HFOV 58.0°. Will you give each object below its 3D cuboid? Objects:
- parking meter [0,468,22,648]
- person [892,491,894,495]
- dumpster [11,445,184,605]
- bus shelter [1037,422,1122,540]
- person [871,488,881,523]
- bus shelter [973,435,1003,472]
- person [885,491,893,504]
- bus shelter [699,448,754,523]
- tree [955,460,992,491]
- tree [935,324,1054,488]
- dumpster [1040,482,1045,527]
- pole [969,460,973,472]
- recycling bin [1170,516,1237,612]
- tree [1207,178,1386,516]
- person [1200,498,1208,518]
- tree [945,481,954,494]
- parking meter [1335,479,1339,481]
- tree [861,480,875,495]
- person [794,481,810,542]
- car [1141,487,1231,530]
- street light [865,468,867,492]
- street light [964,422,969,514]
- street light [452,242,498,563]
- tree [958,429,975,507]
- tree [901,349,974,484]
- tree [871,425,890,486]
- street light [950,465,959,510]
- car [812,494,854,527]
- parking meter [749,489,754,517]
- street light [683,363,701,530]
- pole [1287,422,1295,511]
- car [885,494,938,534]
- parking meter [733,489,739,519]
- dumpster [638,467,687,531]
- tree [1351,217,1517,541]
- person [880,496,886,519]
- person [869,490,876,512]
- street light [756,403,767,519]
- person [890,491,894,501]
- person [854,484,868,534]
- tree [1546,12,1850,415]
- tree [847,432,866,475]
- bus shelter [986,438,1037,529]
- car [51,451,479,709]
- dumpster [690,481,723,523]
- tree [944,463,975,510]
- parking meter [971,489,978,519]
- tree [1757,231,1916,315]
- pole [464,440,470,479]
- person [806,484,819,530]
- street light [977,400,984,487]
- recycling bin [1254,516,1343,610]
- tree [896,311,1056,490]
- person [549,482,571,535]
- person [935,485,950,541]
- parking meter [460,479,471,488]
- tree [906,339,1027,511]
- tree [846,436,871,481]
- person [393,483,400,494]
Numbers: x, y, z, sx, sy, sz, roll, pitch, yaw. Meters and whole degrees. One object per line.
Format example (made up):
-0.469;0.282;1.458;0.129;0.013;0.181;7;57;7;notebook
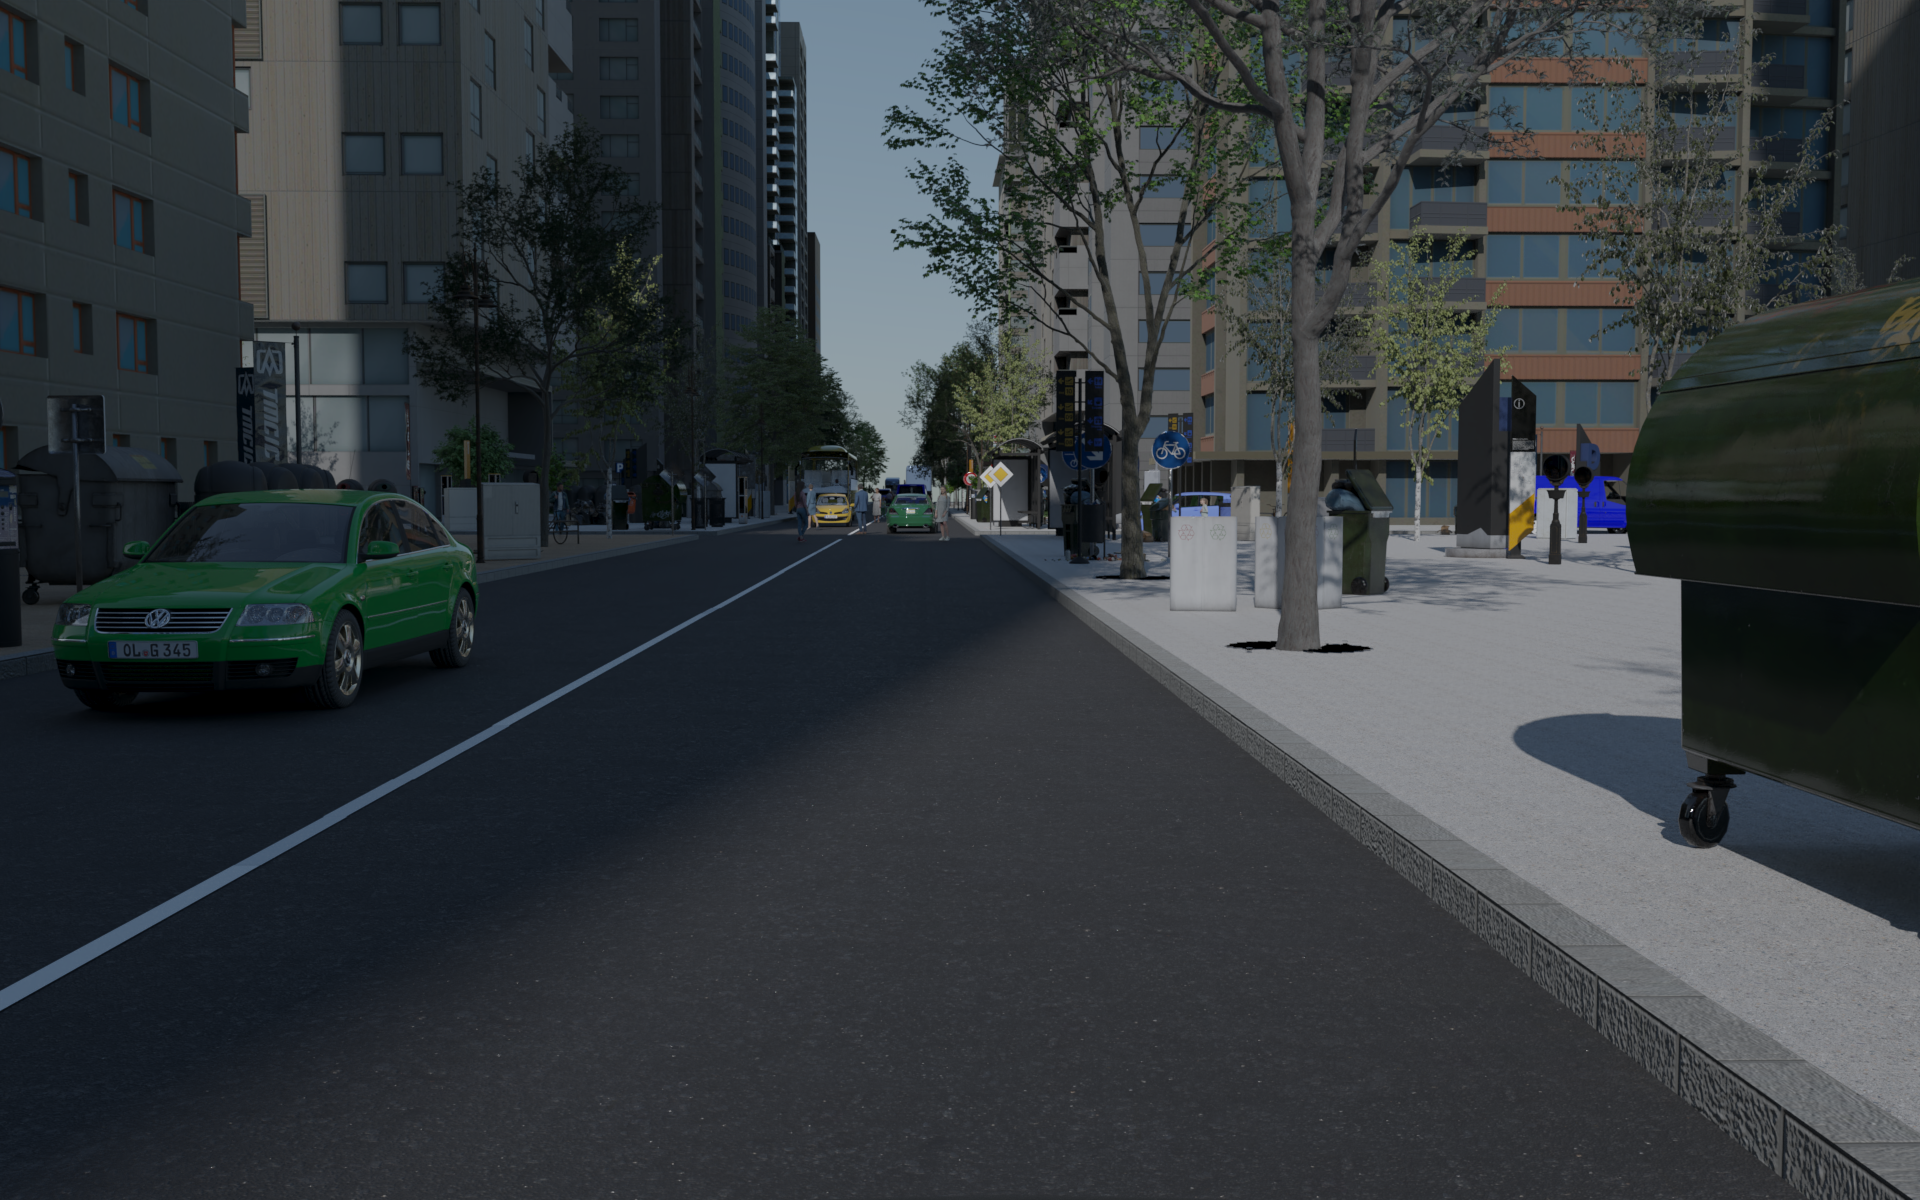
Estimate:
-8.114;-0.375;14.548;0.372;1.533;0.369;0;3;0;parking meter
-7.239;-11.006;189.185;0.721;1.736;1.217;0;4;-4;person
-10.264;-0.912;20.674;1.264;1.857;1.865;0;4;-1;dumpster
3.505;-3.447;50.282;2.014;3.302;5.546;0;4;-1;bus shelter
-4.217;-4.763;86.952;0.480;1.755;0.524;1;4;10;person
1.943;-8.408;115.099;2.179;5.291;8.768;0;4;-1;bus shelter
-6.051;-8.568;149.526;0.756;1.711;0.436;3;5;41;person
-10.692;-5.210;79.103;2.014;3.302;5.546;0;4;-1;bus shelter
1.099;-6.233;96.507;1.663;3.219;1.824;0;3;0;tree
2.038;-7.611;74.810;4.737;8.622;4.395;0;3;0;tree
2.725;-3.871;69.044;1.264;1.857;1.865;0;4;-1;dumpster
0.669;-6.685;103.143;0.158;3.312;0.155;0;3;0;pole
2.713;-0.410;19.266;0.722;1.027;0.722;1;4;9;recycling bin
7.883;-5.562;41.302;4.360;8.622;3.978;0;3;0;tree
7.942;-2.675;56.510;0.394;1.301;0.425;-2;4;-29;person
-1.094;-11.418;181.282;1.663;3.219;1.824;0;3;0;tree
14.898;-3.800;67.844;0.399;1.863;0.255;3;5;40;parking meter
-14.936;-17.794;285.528;1.663;3.219;1.824;0;3;0;tree
-4.698;-2.639;51.651;0.555;1.821;0.388;2;4;35;person
7.672;-2.993;58.530;3.694;1.707;1.945;0;4;-2;car
-13.416;-16.819;247.785;0.468;5.910;1.993;0;4;-1;street light
0.466;-8.350;109.307;0.468;5.910;1.993;0;4;-1;street light
-8.914;-3.622;32.006;0.468;5.910;1.993;0;4;-1;street light
0.499;-13.367;168.909;4.360;8.622;3.978;0;3;0;tree
-0.506;-22.444;222.846;12.611;20.169;13.585;0;3;0;tree
-14.369;-21.262;265.758;7.486;12.596;7.792;0;3;0;tree
-0.544;-11.361;158.539;0.468;5.910;1.993;0;4;-1;street light
-5.622;-4.039;76.267;2.015;1.641;3.980;0;4;-2;car
-11.897;-5.685;98.657;0.399;1.863;0.255;3;5;42;parking meter
-9.482;-5.420;61.398;0.468;5.910;1.993;0;4;-1;street light
9.200;-3.317;48.069;0.158;3.312;0.155;0;3;0;pole
-1.743;-3.196;64.045;2.131;1.459;4.920;0;4;0;car
-11.586;-4.987;89.946;0.372;1.533;0.369;0;3;0;parking meter
-10.524;-3.595;61.265;1.502;2.255;1.985;0;4;-1;dumpster
12.731;-5.915;47.075;4.737;8.622;4.395;0;3;0;tree
-4.512;-5.426;101.464;0.306;1.304;0.590;-1;4;-18;person
-6.981;-7.956;139.030;0.568;1.767;0.683;0;4;-1;person
-10.024;-7.026;87.667;0.468;5.910;1.993;0;4;-1;street light
-7.438;-10.771;185.161;0.990;1.755;0.434;-2;4;-30;person
-3.502;-3.240;61.656;0.419;1.800;0.721;3;5;40;person
11.072;-4.659;26.545;4.360;8.622;3.978;0;3;0;tree
-12.938;-15.595;205.345;4.360;8.622;3.978;0;3;0;tree
2.086;-4.348;65.011;2.014;3.302;5.546;0;4;-1;bus shelter
-4.971;-0.255;12.961;1.959;1.807;4.718;0;4;0;car
-10.948;-4.220;74.750;1.264;1.857;1.865;0;4;-1;dumpster
0.259;-9.537;139.649;4.285;4.588;4.351;0;3;0;tree
0.720;-4.837;87.499;0.372;1.533;0.369;0;3;0;parking meter
26.417;-6.145;50.830;4.360;8.622;3.978;0;3;0;tree
-18.758;-4.412;65.978;0.158;3.312;0.155;0;3;0;pole
-5.857;-3.673;68.574;0.581;1.822;0.654;-3;4;-39;person
1.047;-6.740;82.992;0.468;5.910;1.993;0;4;-1;street light
3.810;-0.425;19.496;0.722;1.027;0.722;-3;5;-39;recycling bin
0.946;-9.444;88.830;8.767;10.594;7.601;-1;4;-11;tree
-13.259;-3.002;57.570;0.794;1.824;0.713;-1;4;-15;person
-0.512;-2.693;53.527;0.512;1.701;0.522;2;4;26;person
-18.643;-3.645;65.307;0.399;1.863;0.255;2;4;35;parking meter
0.745;-12.913;128.129;9.611;12.733;9.660;0;3;0;tree
-13.153;-16.065;213.029;4.737;8.622;4.395;0;3;0;tree
-17.994;-2.835;55.034;0.511;1.800;0.466;-1;4;-16;person
